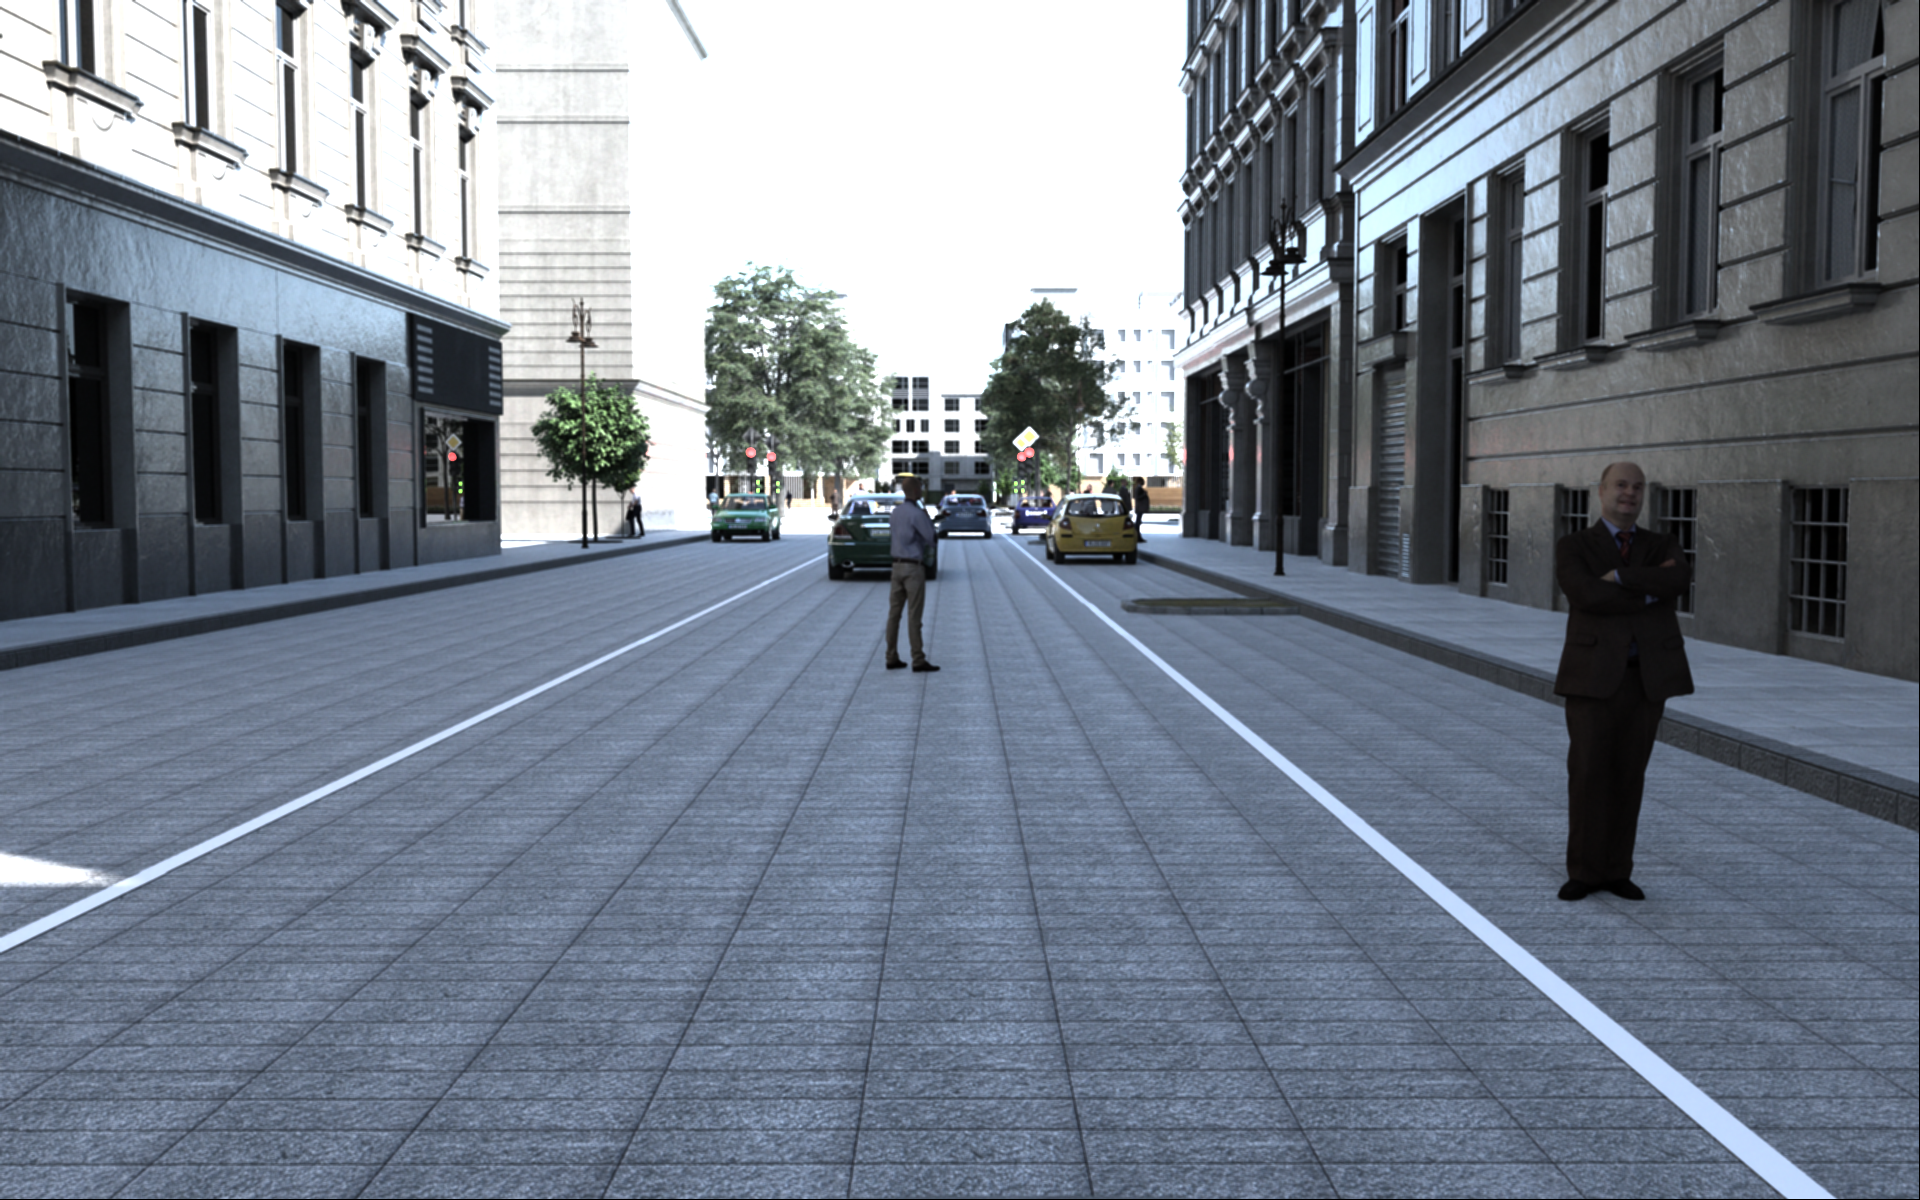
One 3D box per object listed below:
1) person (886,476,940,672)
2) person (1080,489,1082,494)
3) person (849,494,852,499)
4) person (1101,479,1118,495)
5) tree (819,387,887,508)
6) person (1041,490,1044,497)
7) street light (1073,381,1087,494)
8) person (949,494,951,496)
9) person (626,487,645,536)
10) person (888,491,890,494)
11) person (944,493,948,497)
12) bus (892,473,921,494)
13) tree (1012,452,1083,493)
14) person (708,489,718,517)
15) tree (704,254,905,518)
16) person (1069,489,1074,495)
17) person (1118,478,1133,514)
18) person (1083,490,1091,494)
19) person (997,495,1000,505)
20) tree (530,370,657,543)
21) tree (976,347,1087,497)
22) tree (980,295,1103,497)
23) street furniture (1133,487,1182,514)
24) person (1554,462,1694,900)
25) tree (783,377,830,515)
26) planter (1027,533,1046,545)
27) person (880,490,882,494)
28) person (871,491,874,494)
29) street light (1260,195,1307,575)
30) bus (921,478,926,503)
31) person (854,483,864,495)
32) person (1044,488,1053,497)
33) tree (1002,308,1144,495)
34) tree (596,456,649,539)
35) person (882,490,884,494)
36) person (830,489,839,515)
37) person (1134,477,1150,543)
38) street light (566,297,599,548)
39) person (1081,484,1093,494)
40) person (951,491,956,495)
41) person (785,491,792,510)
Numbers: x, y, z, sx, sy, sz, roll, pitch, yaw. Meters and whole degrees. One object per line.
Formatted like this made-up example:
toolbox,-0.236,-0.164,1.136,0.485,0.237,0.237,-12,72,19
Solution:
person,-0.403,-0.216,14.089,0.319,1.574,0.516,-3,4,-38
person,6.936,-5.619,99.975,0.319,1.574,0.516,-1,4,-14
person,-6.252,-5.514,101.838,0.799,1.438,0.628,1,4,16
person,5.018,-3.077,56.889,0.617,1.759,0.750,3,5,43
tree,-9.641,-12.927,145.776,7.601,10.594,8.767,-1,4,-22
person,6.909,-8.526,146.904,0.517,1.644,0.566,1,4,12
street light,4.888,-6.001,70.910,0.468,5.910,1.993,0,4,0
person,-0.510,-5.826,106.984,0.421,1.427,0.697,-2,4,-23
person,-9.885,-2.717,52.686,0.590,1.554,0.614,-1,4,-16
person,-5.708,-7.908,138.730,0.756,1.711,0.436,1,4,8
person,-1.023,-7.119,127.369,0.387,1.526,0.523,-1,4,-11
bus,-6.460,-13.139,206.376,2.896,3.916,12.252,0,4,-1
tree,5.361,-8.437,121.651,4.285,4.588,4.351,0,3,0
person,-12.626,-4.911,88.551,0.499,1.552,0.429,3,5,44
tree,-9.545,-11.264,90.828,9.857,13.997,8.962,0,3,0
person,8.520,-7.694,133.304,0.517,1.644,0.566,0,4,4
person,5.036,-2.811,52.561,0.434,1.755,0.990,2,4,25
person,3.198,-1.944,42.751,0.523,1.526,0.387,0,4,-6
person,4.533,-11.828,200.166,0.721,1.736,1.217,0,4,-7
tree,-9.727,-3.811,46.031,4.285,4.588,4.351,0,3,0
tree,5.708,-14.370,141.611,9.857,13.997,8.962,0,3,0
tree,5.133,-12.460,111.139,7.806,13.903,7.818,0,3,0
street furniture,14.979,-6.426,111.917,11.010,1.723,9.812,1,4,15
person,2.359,0.283,6.145,0.482,1.546,0.388,1,4,10
tree,-9.310,-9.538,106.304,4.360,8.622,3.978,0,3,0
planter,2.933,-1.740,49.587,1.991,0.319,1.994,0,4,0
person,-9.134,-11.829,199.535,0.705,1.814,1.350,0,4,-3
person,-7.552,-8.556,149.055,0.551,1.740,0.621,-1,4,-12
street light,5.049,-3.328,27.197,0.468,5.910,1.993,0,4,0
bus,-5.982,-14.268,224.830,2.896,3.916,12.252,0,4,1
person,-3.596,-3.387,63.753,0.599,1.838,0.709,3,4,38
person,8.021,-9.195,156.524,0.705,1.807,1.348,-3,4,-38
tree,5.665,-9.300,86.470,7.601,10.594,8.767,0,4,-4
tree,-9.875,-3.384,49.933,1.663,3.219,1.824,0,3,0
person,-9.451,-12.717,214.677,0.721,1.736,1.217,3,4,38
person,-7.629,-5.850,104.835,0.600,1.739,0.565,1,4,17
person,4.816,-2.382,45.818,0.431,1.722,0.655,1,4,12
street light,-8.894,-4.166,40.903,0.468,5.910,1.993,0,4,0
person,4.701,-3.443,63.813,0.415,1.643,0.593,3,4,38
person,-0.263,-3.627,69.865,0.319,1.574,0.516,0,4,2
person,-13.741,-7.979,138.708,0.569,1.553,0.471,0,4,0
